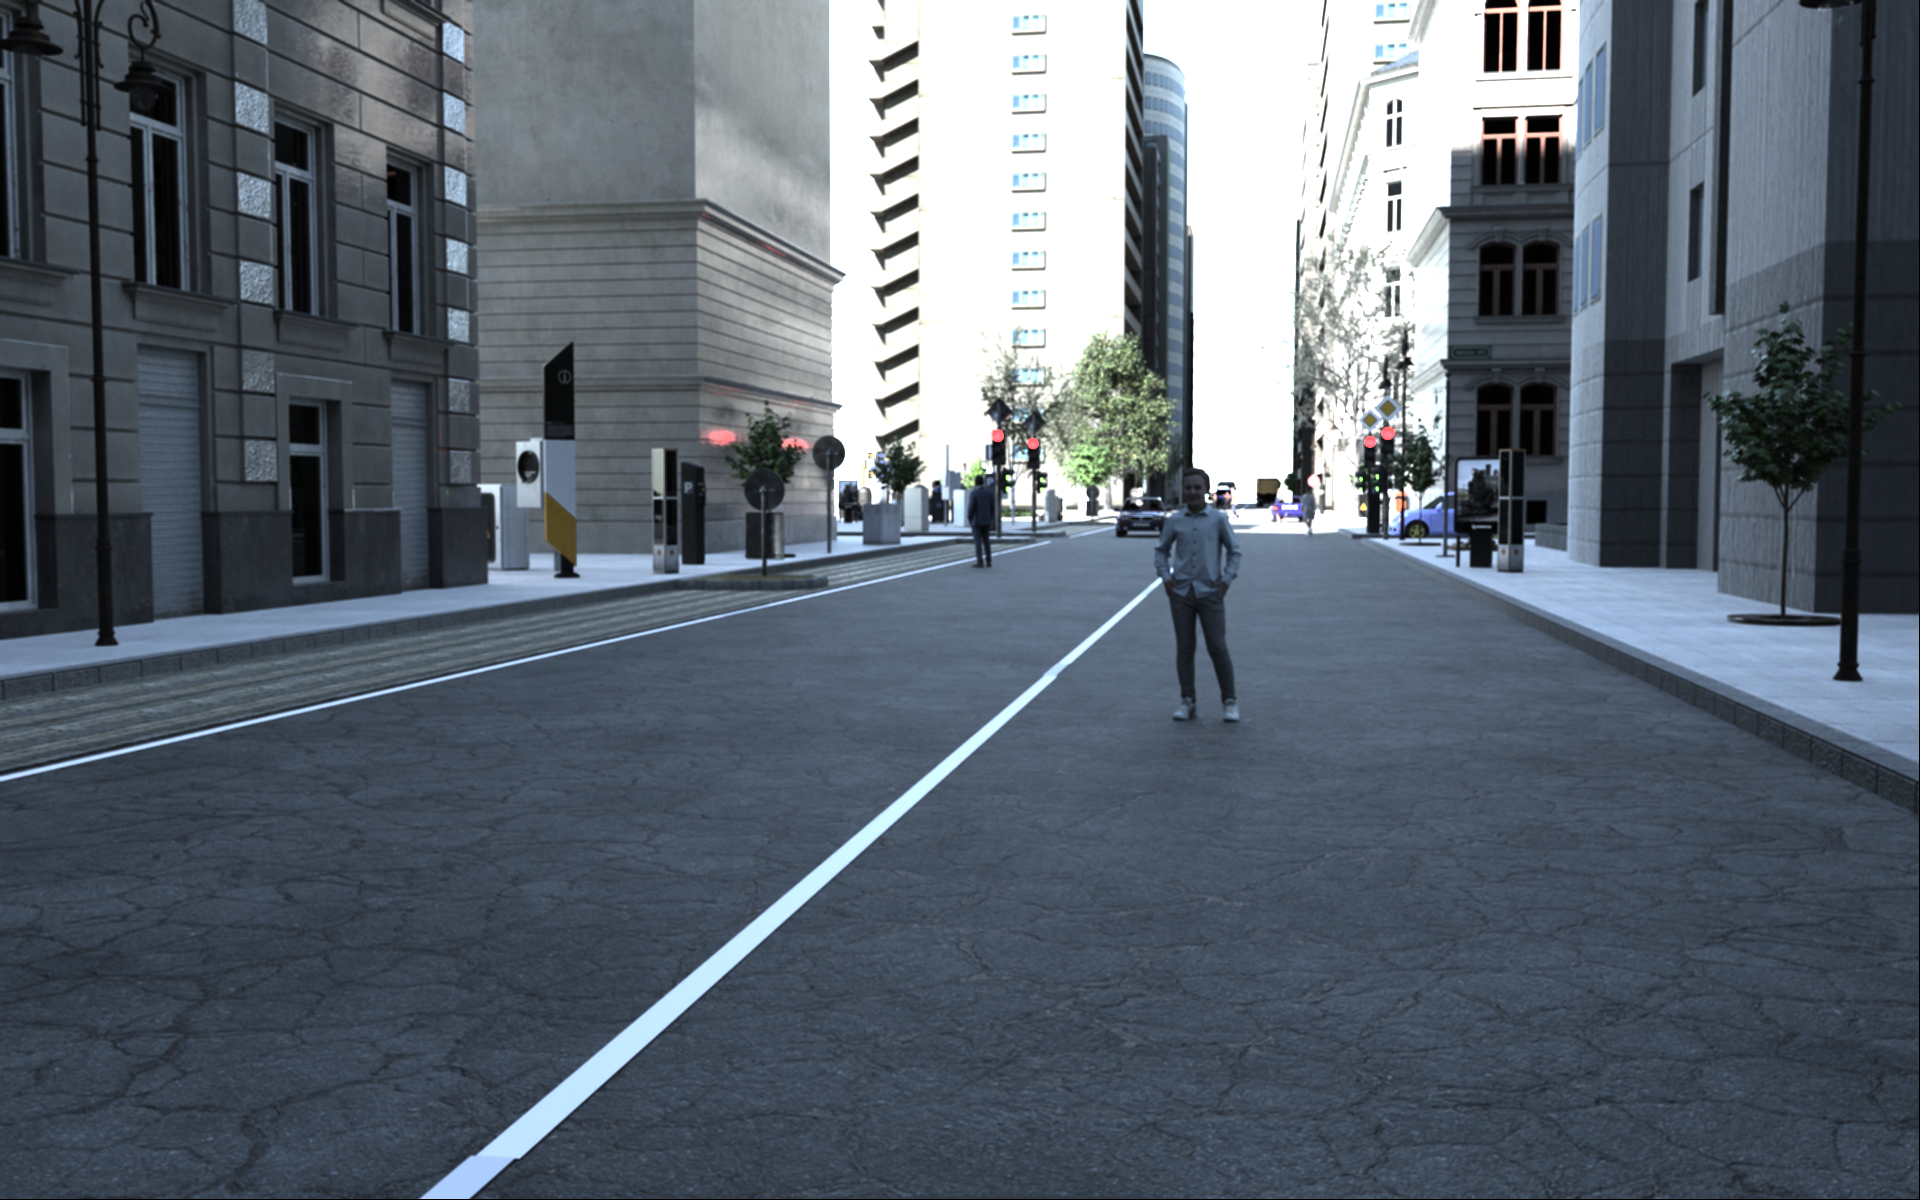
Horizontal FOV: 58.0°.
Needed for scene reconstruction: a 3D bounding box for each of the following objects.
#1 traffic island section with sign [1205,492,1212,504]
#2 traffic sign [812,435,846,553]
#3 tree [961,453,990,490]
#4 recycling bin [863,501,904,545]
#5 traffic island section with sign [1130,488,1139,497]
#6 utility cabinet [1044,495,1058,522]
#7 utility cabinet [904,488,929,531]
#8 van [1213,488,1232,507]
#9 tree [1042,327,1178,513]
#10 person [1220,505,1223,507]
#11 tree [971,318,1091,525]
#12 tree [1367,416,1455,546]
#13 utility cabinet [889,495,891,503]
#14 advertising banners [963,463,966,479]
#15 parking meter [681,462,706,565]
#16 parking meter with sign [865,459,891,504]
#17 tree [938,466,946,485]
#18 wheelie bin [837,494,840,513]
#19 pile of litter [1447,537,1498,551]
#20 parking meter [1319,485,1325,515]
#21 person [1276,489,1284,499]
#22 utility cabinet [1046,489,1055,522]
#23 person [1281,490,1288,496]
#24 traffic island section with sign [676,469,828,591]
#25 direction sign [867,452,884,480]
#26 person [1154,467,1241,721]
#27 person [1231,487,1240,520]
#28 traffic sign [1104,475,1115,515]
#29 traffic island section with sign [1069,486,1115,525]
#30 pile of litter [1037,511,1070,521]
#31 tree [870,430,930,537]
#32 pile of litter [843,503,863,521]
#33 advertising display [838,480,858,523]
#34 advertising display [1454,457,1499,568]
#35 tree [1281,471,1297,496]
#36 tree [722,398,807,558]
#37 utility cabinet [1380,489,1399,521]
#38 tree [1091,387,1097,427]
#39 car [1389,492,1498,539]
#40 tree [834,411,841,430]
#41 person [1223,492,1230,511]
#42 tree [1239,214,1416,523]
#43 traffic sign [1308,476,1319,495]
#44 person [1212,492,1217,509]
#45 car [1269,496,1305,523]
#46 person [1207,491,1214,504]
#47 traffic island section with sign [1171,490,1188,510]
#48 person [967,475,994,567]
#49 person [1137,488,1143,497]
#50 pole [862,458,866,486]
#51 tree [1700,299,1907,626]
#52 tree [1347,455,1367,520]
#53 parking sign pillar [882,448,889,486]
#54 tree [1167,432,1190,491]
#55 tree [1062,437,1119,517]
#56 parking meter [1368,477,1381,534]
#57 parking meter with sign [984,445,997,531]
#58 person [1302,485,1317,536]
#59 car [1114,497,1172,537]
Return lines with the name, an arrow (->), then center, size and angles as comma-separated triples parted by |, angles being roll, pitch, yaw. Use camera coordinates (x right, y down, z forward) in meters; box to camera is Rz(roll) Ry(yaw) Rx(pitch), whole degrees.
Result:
traffic island section with sign -> 38.284, -15.690, 265.152 | 1.989, 1.847, 2.006 | 1, 4, 10
traffic sign -> -2.848, -2.294, 37.619 | 0.768, 2.556, 0.104 | 1, 4, 14
tree -> 0.756, -5.327, 81.699 | 1.663, 3.219, 1.824 | 0, 3, 0
recycling bin -> -2.005, -1.944, 44.346 | 0.722, 1.027, 0.722 | 3, 5, 40
traffic island section with sign -> 10.897, -6.027, 107.176 | 1.989, 1.847, 2.006 | 1, 4, 10
utility cabinet -> 4.193, -4.198, 79.798 | 0.306, 1.237, 1.020 | -1, 4, -19
utility cabinet -> -1.492, -3.110, 59.533 | 0.318, 1.500, 1.173 | -2, 4, -33
van -> 28.855, -11.293, 189.030 | 2.240, 2.365, 5.245 | 1, 4, 12
tree -> 10.231, -12.331, 118.614 | 9.611, 12.733, 9.660 | 0, 3, 0
person -> 29.183, -11.278, 193.608 | 0.721, 1.735, 1.217 | 3, 5, 44
tree -> 2.389, -7.443, 72.059 | 4.360, 8.622, 3.978 | 0, 3, 0
tree -> 11.427, -2.988, 43.460 | 1.663, 3.219, 1.824 | 0, 3, 0
utility cabinet -> -5.187, -6.439, 116.433 | 1.020, 1.237, 0.306 | -1, 4, -9
advertising banners -> 0.470, -6.249, 98.362 | 0.090, 3.025, 2.074 | 1, 4, 16
parking meter -> -4.859, -1.581, 31.563 | 0.399, 1.863, 0.255 | 2, 4, 28
parking meter with sign -> -3.958, -5.469, 85.685 | 0.543, 3.016, 1.738 | -3, 4, -38
tree -> -1.077, -7.715, 120.737 | 1.663, 3.219, 1.824 | 0, 3, 0
wheelie bin -> -7.283, -6.133, 108.188 | 0.693, 1.594, 0.980 | 3, 4, 37
pile of litter -> 11.776, -1.560, 39.477 | 1.176, 0.858, 1.719 | 0, 4, -5
parking meter -> 22.295, -6.173, 106.633 | 0.255, 1.863, 0.399 | 2, 4, 31
person -> 21.072, -6.445, 114.270 | 0.834, 1.777, 0.661 | -3, 5, -44
utility cabinet -> 4.055, -4.238, 77.962 | 0.318, 1.500, 1.173 | 0, 4, -3
person -> 29.259, -9.015, 156.431 | 0.750, 1.759, 0.617 | -1, 4, -12
traffic island section with sign -> -3.099, -1.093, 26.498 | 1.989, 1.847, 2.006 | 1, 4, 10
direction sign -> -4.506, -6.137, 92.339 | 0.876, 3.537, 0.379 | 0, 4, -8
person -> 1.510, -0.045, 11.044 | 0.589, 1.601, 0.330 | 2, 4, 25
person -> 15.455, -5.456, 97.618 | 0.836, 1.842, 0.656 | -3, 5, -42
traffic sign -> 9.223, -6.554, 107.261 | 0.768, 2.556, 0.104 | 1, 4, 16
traffic island section with sign -> 6.113, -4.340, 79.589 | 1.989, 1.847, 2.006 | 1, 4, 10
pile of litter -> 4.862, -4.578, 88.811 | 1.719, 0.858, 1.176 | 0, 4, 6
tree -> -1.973, -3.527, 52.261 | 1.663, 3.219, 1.824 | 0, 3, 0
pile of litter -> -5.175, -4.251, 83.472 | 1.176, 0.858, 1.719 | 2, 4, 27
advertising display -> -5.013, -4.422, 77.507 | 0.974, 1.923, 0.123 | -2, 4, -30
advertising display -> 9.106, -1.529, 30.216 | 0.974, 1.923, 0.123 | 3, 5, 40
tree -> 42.162, -14.392, 219.024 | 4.285, 4.588, 4.351 | 0, 3, 0
tree -> -4.008, -2.483, 35.204 | 1.663, 3.219, 1.824 | 0, 3, 0
utility cabinet -> 20.308, -4.509, 82.404 | 0.318, 1.500, 1.173 | -3, 4, -37
tree -> 5.298, -8.576, 90.574 | 4.360, 8.622, 3.978 | 0, 3, 0
car -> 14.967, -2.637, 52.709 | 3.694, 1.707, 1.945 | 1, 4, 9
tree -> -9.129, -9.093, 99.028 | 4.360, 8.622, 3.978 | 0, 3, 0
person -> 22.497, -8.329, 146.153 | 0.593, 1.643, 0.415 | -1, 4, -9
tree -> 17.541, -10.188, 76.939 | 12.009, 13.543, 11.850 | 0, 3, 0
traffic sign -> 24.271, -7.262, 118.842 | 0.768, 2.556, 0.104 | 1, 4, 19
person -> 21.232, -8.219, 144.344 | 0.415, 1.643, 0.593 | -1, 4, -17
car -> 16.783, -4.646, 88.544 | 1.945, 1.354, 3.894 | 1, 4, 8
person -> 29.737, -11.926, 203.486 | 1.348, 1.824, 0.705 | 1, 4, 16
traffic island section with sign -> 19.579, -9.088, 157.219 | 1.989, 1.847, 2.006 | 1, 4, 10
person -> 0.426, -1.548, 33.991 | 0.721, 1.800, 0.419 | -3, 5, -41
person -> 9.980, -5.287, 95.338 | 0.834, 1.777, 0.661 | 1, 4, 12
pole -> -5.457, -6.389, 98.297 | 0.158, 3.312, 0.155 | 0, 3, 0
tree -> 8.197, -1.392, 17.354 | 1.663, 3.219, 1.824 | 0, 3, 0
tree -> 19.975, -5.577, 85.787 | 1.663, 3.219, 1.824 | 0, 3, 0
parking sign pillar -> -4.409, -6.950, 102.106 | 1.447, 3.967, 1.447 | 0, 4, -3
tree -> 24.892, -15.470, 203.293 | 4.737, 8.622, 4.395 | 0, 3, 0
tree -> 7.400, -7.044, 98.881 | 4.285, 4.588, 4.351 | 0, 3, 0
parking meter -> 13.395, -3.077, 56.023 | 0.399, 1.863, 0.255 | 1, 4, 14
parking meter with sign -> 1.066, -3.916, 60.289 | 0.543, 3.016, 1.738 | 0, 4, 8
person -> 12.032, -3.079, 59.584 | 0.466, 1.731, 0.760 | -1, 4, -10
car -> 6.241, -2.837, 58.972 | 1.945, 1.354, 3.894 | 0, 4, 8
